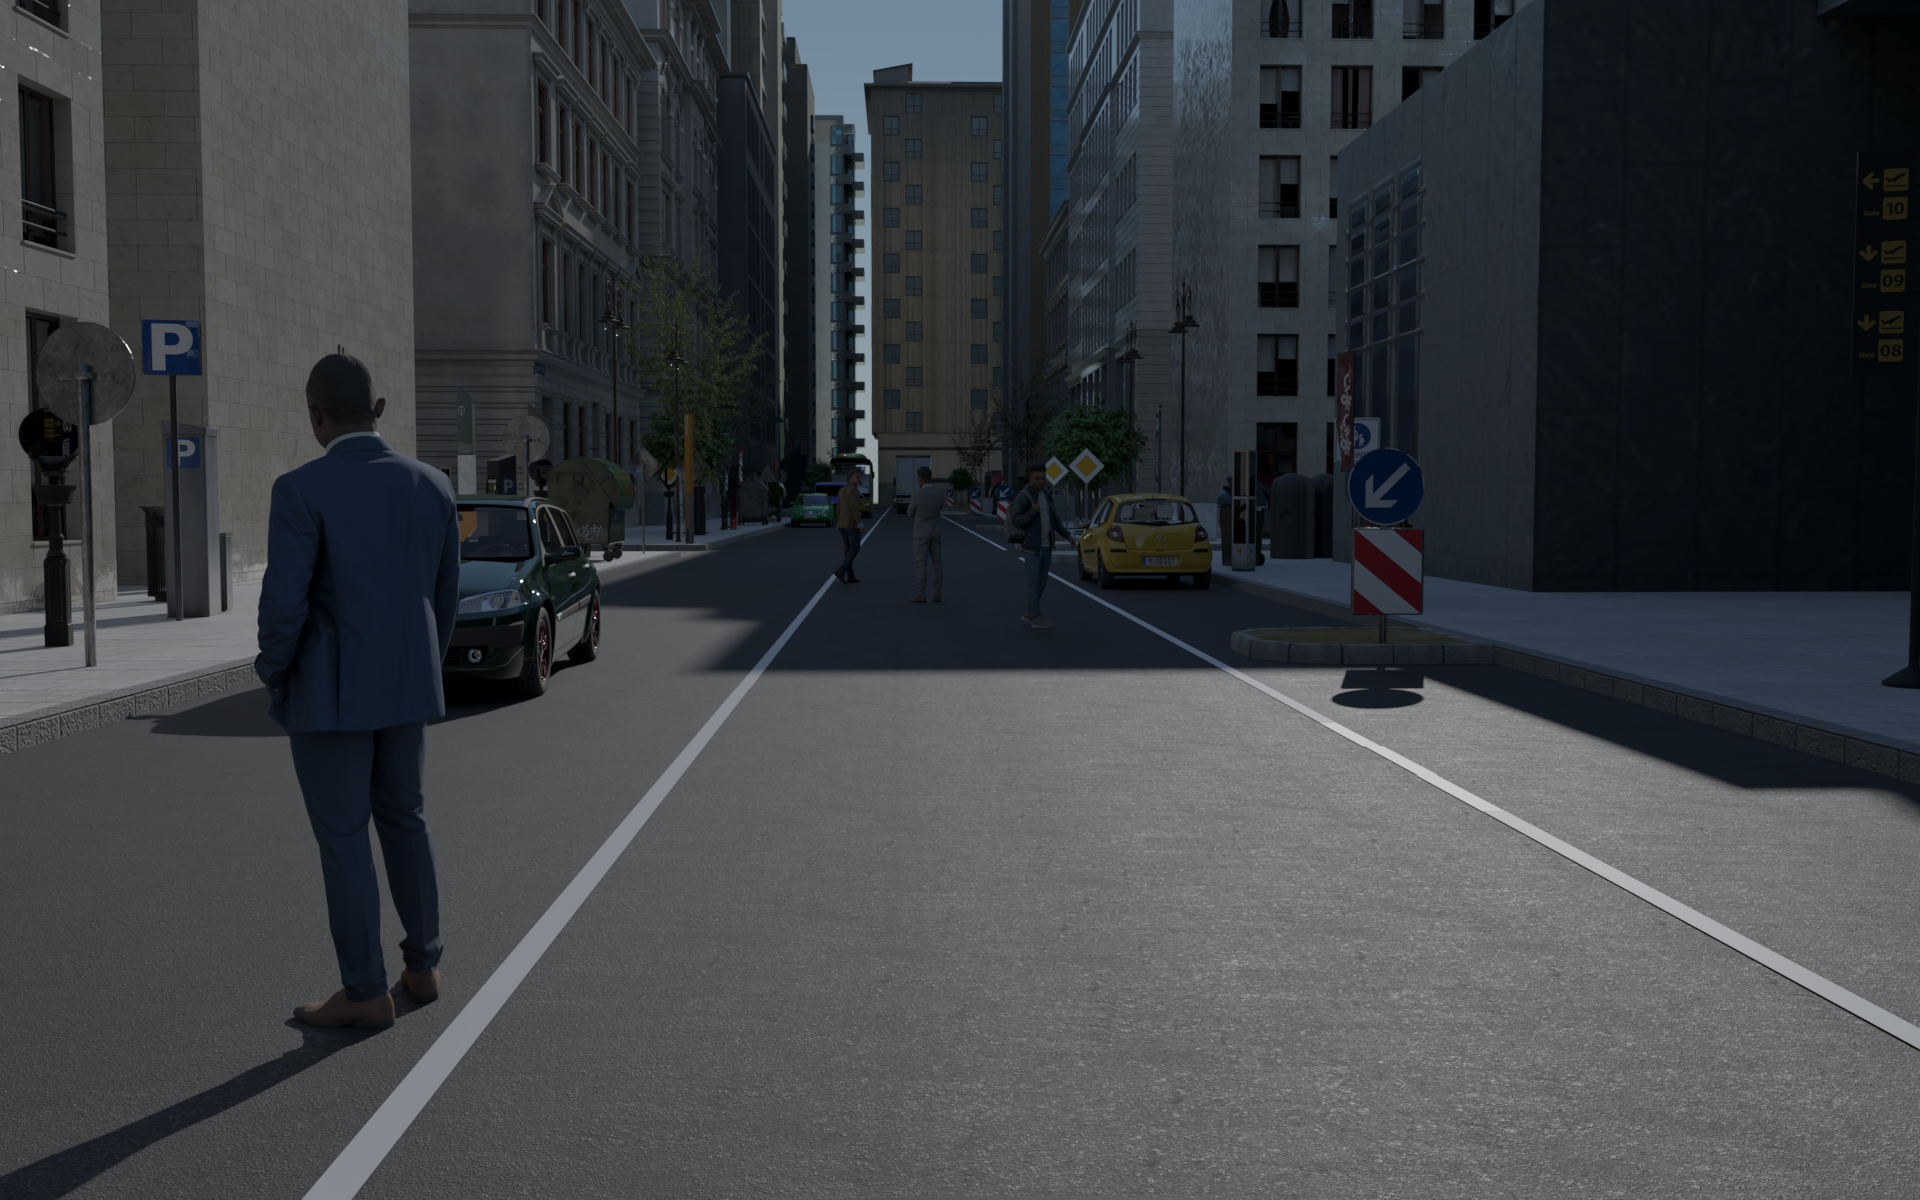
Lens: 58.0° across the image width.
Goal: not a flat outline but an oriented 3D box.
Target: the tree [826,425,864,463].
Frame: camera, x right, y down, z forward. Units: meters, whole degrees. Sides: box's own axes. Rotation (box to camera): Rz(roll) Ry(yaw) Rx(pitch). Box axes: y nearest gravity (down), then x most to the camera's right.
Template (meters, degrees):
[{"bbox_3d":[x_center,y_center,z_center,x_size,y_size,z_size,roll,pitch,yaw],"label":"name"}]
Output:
[{"bbox_3d":[-12.179,-14.236,183.125,4.360,8.622,3.978,0,3,0],"label":"tree"}]

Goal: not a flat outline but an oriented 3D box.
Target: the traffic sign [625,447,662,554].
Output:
[{"bbox_3d":[-6.806,-2.054,37.229,0.795,2.450,0.064,0,4,-2],"label":"traffic sign"}]

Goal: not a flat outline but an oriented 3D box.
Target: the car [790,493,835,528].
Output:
[{"bbox_3d":[-6.420,-4.087,75.619,1.959,1.807,4.718,0,4,-2],"label":"car"}]

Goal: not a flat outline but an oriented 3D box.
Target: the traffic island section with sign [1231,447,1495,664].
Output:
[{"bbox_3d":[3.508,-0.424,15.558,1.989,1.847,2.006,0,4,-2],"label":"traffic island section with sign"}]

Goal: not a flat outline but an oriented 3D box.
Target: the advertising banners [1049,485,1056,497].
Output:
[{"bbox_3d":[3.661,-4.519,70.066,0.090,3.025,2.074,1,4,17],"label":"advertising banners"}]

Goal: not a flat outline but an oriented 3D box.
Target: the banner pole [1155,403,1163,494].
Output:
[{"bbox_3d":[5.436,-3.515,47.489,0.401,3.779,0.863,1,4,18],"label":"banner pole"}]

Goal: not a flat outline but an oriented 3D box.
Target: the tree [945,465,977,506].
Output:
[{"bbox_3d":[0.058,-12.427,186.902,4.285,4.588,4.351,0,3,0],"label":"tree"}]

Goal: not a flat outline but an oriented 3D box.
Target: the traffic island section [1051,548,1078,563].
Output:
[{"bbox_3d":[2.757,-0.938,37.610,2.009,0.180,2.903,0,4,-2],"label":"traffic island section"}]

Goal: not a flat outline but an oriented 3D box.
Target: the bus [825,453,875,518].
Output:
[{"bbox_3d":[-6.699,-7.104,107.694,2.896,3.916,12.252,0,4,-2],"label":"bus"}]

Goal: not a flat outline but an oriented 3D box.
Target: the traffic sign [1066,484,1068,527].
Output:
[{"bbox_3d":[4.114,-4.071,66.665,0.768,2.556,0.104,0,4,0],"label":"traffic sign"}]

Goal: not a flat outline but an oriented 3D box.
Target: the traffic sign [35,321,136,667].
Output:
[{"bbox_3d":[-6.471,-0.778,12.820,0.768,2.556,0.104,0,4,3],"label":"traffic sign"}]

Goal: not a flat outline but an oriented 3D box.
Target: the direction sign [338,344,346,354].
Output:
[{"bbox_3d":[-9.481,-2.121,26.684,0.379,3.537,0.876,-1,4,-13],"label":"direction sign"}]

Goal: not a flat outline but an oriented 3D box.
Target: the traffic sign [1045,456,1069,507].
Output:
[{"bbox_3d":[2.462,-2.561,45.513,0.795,2.450,0.064,0,4,-2],"label":"traffic sign"}]

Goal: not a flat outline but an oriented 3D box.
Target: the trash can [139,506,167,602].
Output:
[{"bbox_3d":[-9.447,-0.561,20.821,0.748,1.137,0.748,0,3,0],"label":"trash can"}]

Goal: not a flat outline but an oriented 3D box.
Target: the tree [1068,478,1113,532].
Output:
[{"bbox_3d":[4.502,-3.896,58.299,1.663,3.219,1.824,0,3,0],"label":"tree"}]

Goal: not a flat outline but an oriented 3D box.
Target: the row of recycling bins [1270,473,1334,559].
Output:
[{"bbox_3d":[7.688,-1.719,35.216,3.534,1.692,1.069,-3,5,-39],"label":"row of recycling bins"}]

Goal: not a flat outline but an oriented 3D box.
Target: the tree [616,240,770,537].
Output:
[{"bbox_3d":[-8.051,-6.154,50.985,4.737,8.622,4.395,0,3,0],"label":"tree"}]

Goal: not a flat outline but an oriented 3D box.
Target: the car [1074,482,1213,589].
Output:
[{"bbox_3d":[2.880,-1.065,27.637,2.015,1.641,3.980,0,4,-3],"label":"car"}]

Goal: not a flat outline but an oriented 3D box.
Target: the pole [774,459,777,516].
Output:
[{"bbox_3d":[-10.837,-6.606,101.846,0.158,3.312,0.155,0,3,0],"label":"pole"}]

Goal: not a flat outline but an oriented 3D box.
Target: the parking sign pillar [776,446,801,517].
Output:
[{"bbox_3d":[-9.563,-6.627,96.818,1.447,3.967,1.447,-2,4,-34],"label":"parking sign pillar"}]

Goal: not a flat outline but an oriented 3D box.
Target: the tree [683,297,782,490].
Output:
[{"bbox_3d":[-8.862,-7.046,65.558,4.360,8.622,3.978,0,3,0],"label":"tree"}]

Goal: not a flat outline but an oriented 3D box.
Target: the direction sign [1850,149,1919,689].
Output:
[{"bbox_3d":[6.364,-1.190,11.453,0.876,3.537,0.379,1,4,16],"label":"direction sign"}]

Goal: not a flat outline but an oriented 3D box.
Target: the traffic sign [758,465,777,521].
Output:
[{"bbox_3d":[-8.512,-4.680,76.526,0.884,2.594,0.081,0,4,2],"label":"traffic sign"}]

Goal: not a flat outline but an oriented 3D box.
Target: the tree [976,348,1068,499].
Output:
[{"bbox_3d":[3.389,-8.336,86.649,4.360,8.622,3.978,0,3,0],"label":"tree"}]

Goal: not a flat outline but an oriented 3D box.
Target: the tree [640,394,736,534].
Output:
[{"bbox_3d":[-8.875,-4.441,56.329,4.285,4.588,4.351,0,3,0],"label":"tree"}]

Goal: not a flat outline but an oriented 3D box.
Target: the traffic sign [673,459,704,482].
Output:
[{"bbox_3d":[-7.078,-2.542,45.209,0.795,2.450,0.064,0,4,-2],"label":"traffic sign"}]

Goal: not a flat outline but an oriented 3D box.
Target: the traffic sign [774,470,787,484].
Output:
[{"bbox_3d":[-9.337,-5.475,89.624,0.768,2.556,0.104,0,4,7],"label":"traffic sign"}]

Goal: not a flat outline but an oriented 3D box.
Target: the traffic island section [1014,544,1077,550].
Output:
[{"bbox_3d":[2.485,-1.426,45.591,2.009,0.180,2.903,0,4,-2],"label":"traffic island section"}]

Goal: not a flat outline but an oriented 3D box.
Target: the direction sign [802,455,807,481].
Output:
[{"bbox_3d":[-9.222,-6.619,100.214,0.876,3.537,0.379,2,4,34],"label":"direction sign"}]

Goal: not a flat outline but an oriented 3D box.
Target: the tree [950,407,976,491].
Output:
[{"bbox_3d":[1.367,-11.720,141.980,4.360,8.622,3.978,0,3,0],"label":"tree"}]

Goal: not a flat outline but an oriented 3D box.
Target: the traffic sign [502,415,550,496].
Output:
[{"bbox_3d":[-7.000,-1.704,27.964,0.768,2.556,0.104,0,4,-1],"label":"traffic sign"}]

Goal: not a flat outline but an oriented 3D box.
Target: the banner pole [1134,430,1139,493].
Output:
[{"bbox_3d":[6.900,-4.746,67.612,0.401,3.779,0.863,1,4,19],"label":"banner pole"}]

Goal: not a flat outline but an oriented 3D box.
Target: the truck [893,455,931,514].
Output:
[{"bbox_3d":[-3.512,-8.532,128.409,2.839,4.237,11.283,0,4,-2],"label":"truck"}]

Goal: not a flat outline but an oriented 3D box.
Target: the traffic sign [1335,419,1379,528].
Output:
[{"bbox_3d":[5.326,-1.295,23.303,0.606,2.300,0.079,0,4,3],"label":"traffic sign"}]

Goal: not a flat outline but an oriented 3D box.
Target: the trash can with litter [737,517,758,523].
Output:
[{"bbox_3d":[-9.487,-4.020,77.119,1.055,1.170,0.624,1,4,9],"label":"trash can with litter"}]

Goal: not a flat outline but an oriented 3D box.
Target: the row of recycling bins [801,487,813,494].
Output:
[{"bbox_3d":[-9.503,-5.985,104.969,1.069,1.692,3.534,0,4,1],"label":"row of recycling bins"}]

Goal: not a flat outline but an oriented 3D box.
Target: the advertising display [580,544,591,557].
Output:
[{"bbox_3d":[-7.714,-1.850,35.458,0.123,1.923,0.974,-2,4,-26],"label":"advertising display"}]

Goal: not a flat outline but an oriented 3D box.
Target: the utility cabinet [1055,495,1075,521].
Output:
[{"bbox_3d":[4.926,-4.345,82.207,1.020,1.237,0.306,-1,4,-21],"label":"utility cabinet"}]

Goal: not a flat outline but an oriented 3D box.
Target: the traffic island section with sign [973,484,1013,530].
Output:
[{"bbox_3d":[1.651,-3.764,70.175,1.989,1.847,2.006,0,4,-2],"label":"traffic island section with sign"}]

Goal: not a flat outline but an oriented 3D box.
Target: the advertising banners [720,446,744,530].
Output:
[{"bbox_3d":[-8.158,-4.035,62.165,0.090,3.025,2.074,1,4,17],"label":"advertising banners"}]

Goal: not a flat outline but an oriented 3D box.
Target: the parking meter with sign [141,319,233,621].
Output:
[{"bbox_3d":[-8.073,-1.345,18.245,0.543,3.016,1.738,-1,4,-12],"label":"parking meter with sign"}]

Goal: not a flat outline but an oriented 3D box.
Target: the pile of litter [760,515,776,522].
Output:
[{"bbox_3d":[-9.129,-4.111,81.179,1.176,0.858,1.719,1,4,10],"label":"pile of litter"}]

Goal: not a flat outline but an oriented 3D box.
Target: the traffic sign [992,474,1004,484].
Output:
[{"bbox_3d":[2.366,-6.577,107.638,0.768,2.556,0.104,0,4,3],"label":"traffic sign"}]

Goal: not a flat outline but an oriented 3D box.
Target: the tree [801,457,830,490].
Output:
[{"bbox_3d":[-12.243,-10.260,151.465,4.285,4.588,4.351,0,3,0],"label":"tree"}]

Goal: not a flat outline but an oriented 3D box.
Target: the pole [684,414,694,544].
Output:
[{"bbox_3d":[-6.955,-3.096,44.462,0.158,3.312,0.155,0,3,0],"label":"pole"}]

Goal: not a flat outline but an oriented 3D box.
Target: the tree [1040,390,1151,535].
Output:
[{"bbox_3d":[4.312,-4.343,54.724,4.285,4.588,4.351,0,3,0],"label":"tree"}]

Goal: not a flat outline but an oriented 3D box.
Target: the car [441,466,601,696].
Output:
[{"bbox_3d":[-3.882,-0.225,13.467,2.009,1.686,4.222,0,4,-4],"label":"car"}]

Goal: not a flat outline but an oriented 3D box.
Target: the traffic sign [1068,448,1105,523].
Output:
[{"bbox_3d":[2.734,-2.073,37.532,0.795,2.450,0.064,0,4,-2],"label":"traffic sign"}]

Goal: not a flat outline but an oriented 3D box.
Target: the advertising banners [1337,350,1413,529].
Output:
[{"bbox_3d":[4.899,-1.494,20.620,0.090,3.025,2.074,-1,4,-11],"label":"advertising banners"}]

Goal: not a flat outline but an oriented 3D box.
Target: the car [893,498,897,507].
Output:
[{"bbox_3d":[-6.434,-11.080,193.164,2.014,1.417,4.499,0,4,-4],"label":"car"}]

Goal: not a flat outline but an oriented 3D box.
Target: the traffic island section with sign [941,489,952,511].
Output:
[{"bbox_3d":[-0.976,-8.481,147.287,1.989,1.847,2.006,0,4,-2],"label":"traffic island section with sign"}]

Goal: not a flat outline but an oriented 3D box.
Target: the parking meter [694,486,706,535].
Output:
[{"bbox_3d":[-8.084,-2.777,53.812,0.372,1.533,0.369,0,3,0],"label":"parking meter"}]

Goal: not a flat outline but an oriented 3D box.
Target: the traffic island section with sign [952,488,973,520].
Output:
[{"bbox_3d":[0.730,-5.412,97.115,1.989,1.847,2.006,0,4,-2],"label":"traffic island section with sign"}]
